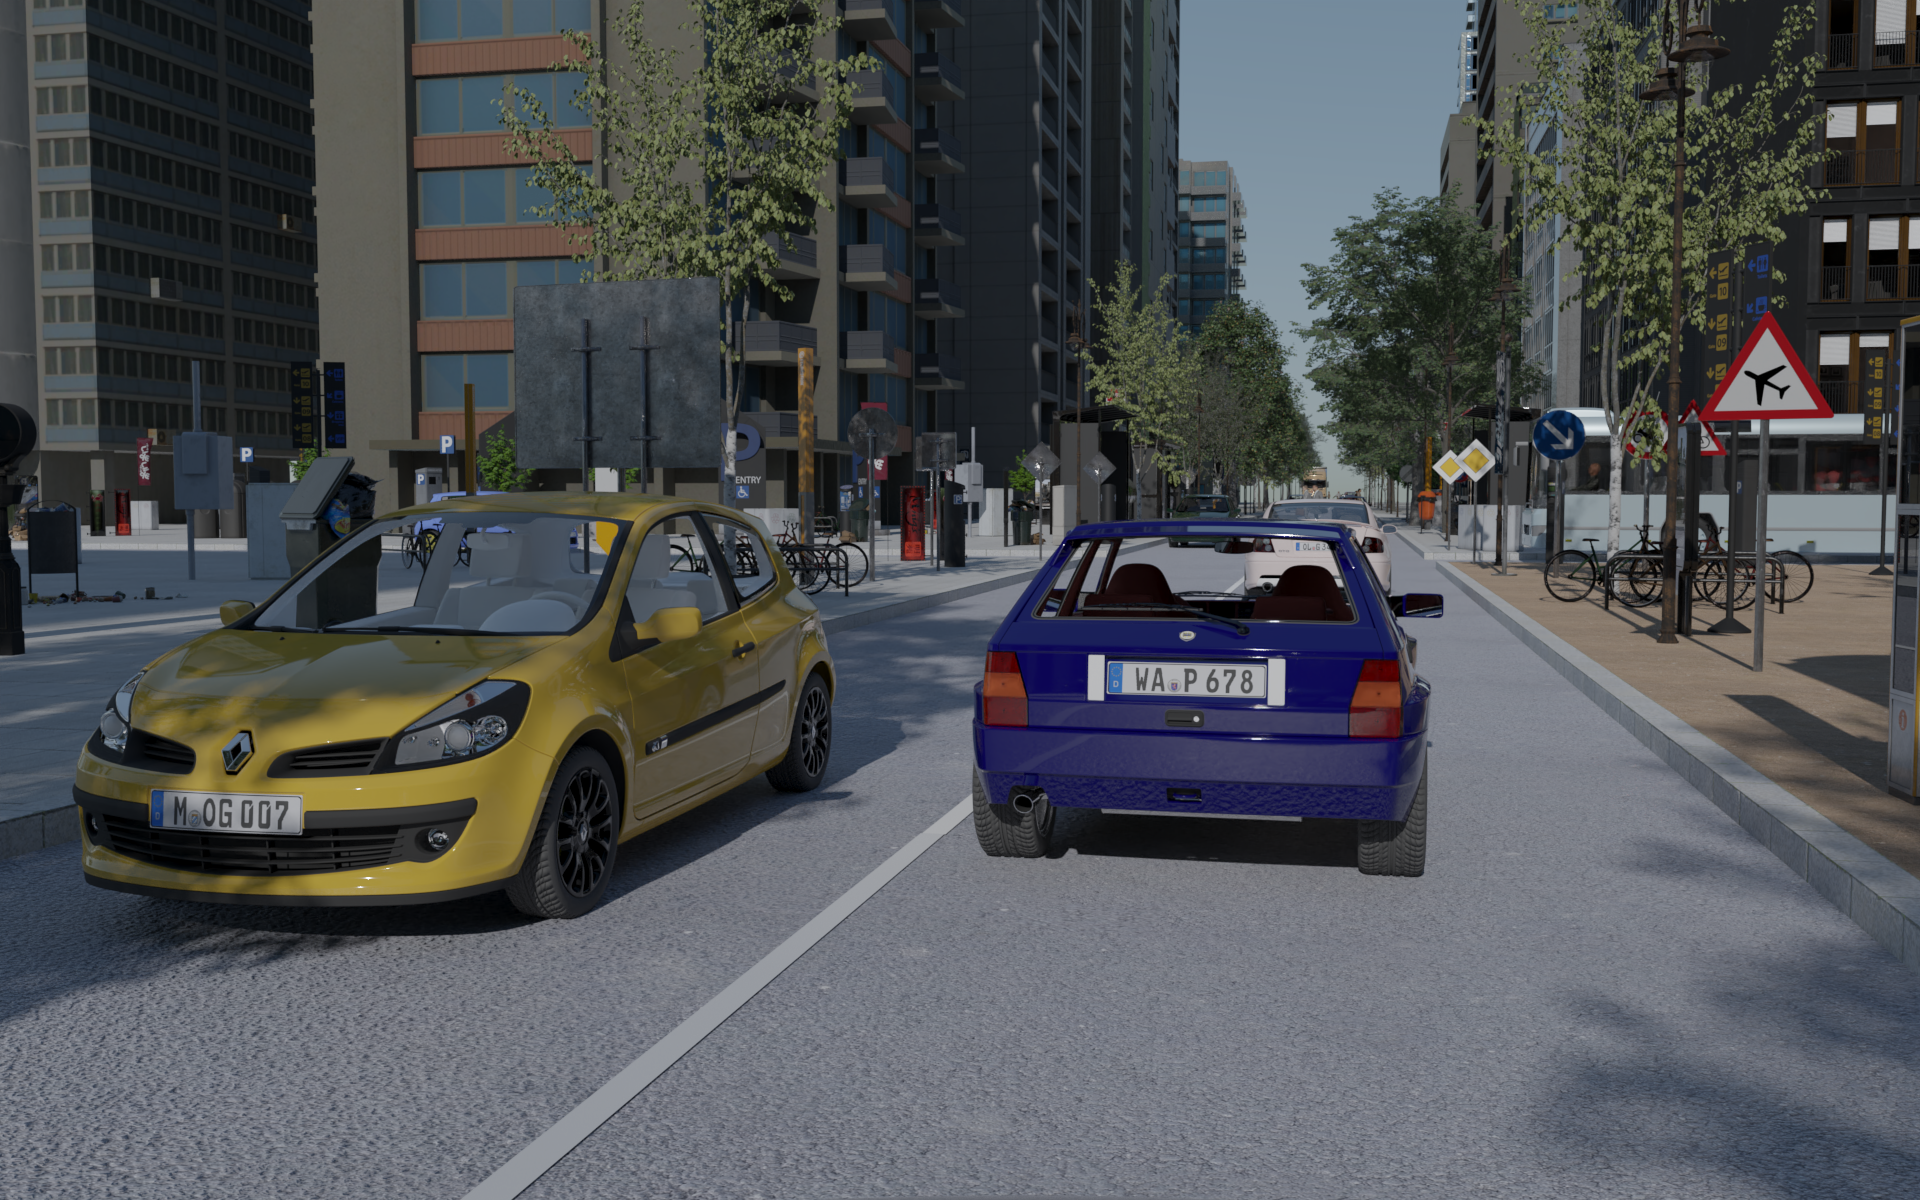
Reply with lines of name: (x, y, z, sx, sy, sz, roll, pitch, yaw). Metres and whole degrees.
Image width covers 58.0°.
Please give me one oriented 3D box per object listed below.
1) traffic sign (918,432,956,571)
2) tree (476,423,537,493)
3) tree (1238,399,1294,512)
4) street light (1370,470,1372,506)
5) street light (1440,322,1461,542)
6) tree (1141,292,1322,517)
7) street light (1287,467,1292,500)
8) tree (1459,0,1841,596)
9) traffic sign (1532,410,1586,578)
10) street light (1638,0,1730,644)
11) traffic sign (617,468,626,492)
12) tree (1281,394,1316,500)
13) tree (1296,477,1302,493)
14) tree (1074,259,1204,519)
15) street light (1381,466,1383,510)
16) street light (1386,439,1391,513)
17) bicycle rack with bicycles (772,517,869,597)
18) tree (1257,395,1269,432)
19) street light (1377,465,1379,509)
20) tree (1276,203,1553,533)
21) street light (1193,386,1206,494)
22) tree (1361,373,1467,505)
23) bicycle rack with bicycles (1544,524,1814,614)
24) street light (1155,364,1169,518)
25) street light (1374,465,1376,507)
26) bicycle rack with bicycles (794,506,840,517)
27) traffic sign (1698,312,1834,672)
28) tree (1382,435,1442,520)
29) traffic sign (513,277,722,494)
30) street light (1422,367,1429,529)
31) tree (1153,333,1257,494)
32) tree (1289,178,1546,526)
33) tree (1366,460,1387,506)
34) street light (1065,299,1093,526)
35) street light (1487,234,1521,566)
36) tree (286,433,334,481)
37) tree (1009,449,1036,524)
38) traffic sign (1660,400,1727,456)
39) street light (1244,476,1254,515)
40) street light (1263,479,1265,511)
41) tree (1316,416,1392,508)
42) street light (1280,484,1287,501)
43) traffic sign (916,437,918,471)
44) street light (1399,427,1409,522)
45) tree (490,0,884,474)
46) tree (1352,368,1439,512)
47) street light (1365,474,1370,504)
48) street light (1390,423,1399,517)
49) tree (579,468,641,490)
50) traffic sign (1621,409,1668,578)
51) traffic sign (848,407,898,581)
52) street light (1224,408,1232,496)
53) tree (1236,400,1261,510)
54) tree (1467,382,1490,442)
traffic sign: (-0.359, -1.626, 28.720, 0.606, 2.300, 0.079, 1, 4, 20)
tree: (-12.322, -3.211, 47.102, 1.663, 3.219, 1.824, 0, 3, 0)
tree: (20.688, -10.394, 120.298, 4.737, 8.622, 4.395, 0, 3, 0)
street light: (40.707, -12.048, 169.778, 0.468, 5.910, 1.993, 1, 4, 13)
street light: (13.195, -4.520, 46.695, 0.468, 5.910, 1.993, 1, 4, 13)
tree: (15.532, -11.112, 98.687, 9.611, 12.733, 9.660, 0, 3, 0)
street light: (34.263, -12.754, 181.317, 0.468, 5.910, 1.993, 1, 4, 13)
tree: (8.475, -4.354, 21.546, 4.737, 8.622, 4.395, 0, 3, 0)
traffic sign: (9.085, -1.603, 26.320, 0.768, 2.556, 0.104, 1, 4, 22)
street light: (6.098, -2.566, 14.743, 0.468, 5.910, 1.993, 1, 4, 13)
traffic sign: (-3.347, -1.041, 17.129, 0.768, 2.556, 0.104, 1, 4, 21)
tree: (38.181, -17.960, 204.017, 12.009, 13.543, 11.850, 0, 3, 0)
tree: (49.359, -18.357, 250.499, 4.360, 8.622, 3.978, 0, 3, 0)
tree: (5.613, -6.339, 54.000, 4.737, 8.622, 4.395, 0, 3, 0)
street light: (29.721, -9.023, 120.314, 0.468, 5.910, 1.993, 1, 4, 13)
street light: (27.949, -8.520, 112.085, 0.468, 5.910, 1.993, 1, 4, 13)
bicycle rack with bicycles: (-2.581, -0.560, 22.537, 2.925, 0.926, 2.852, 0, 4, -6)
tree: (12.903, -8.264, 85.478, 4.360, 8.622, 3.978, 0, 3, 0)
street light: (33.454, -10.062, 137.299, 0.468, 5.910, 1.993, 1, 4, 13)
tree: (15.606, -7.464, 56.445, 7.601, 10.594, 8.767, -1, 4, -12)
street light: (10.293, -6.226, 74.575, 0.468, 5.910, 1.993, 1, 4, 13)
tree: (26.272, -9.191, 100.633, 4.360, 8.622, 3.978, 0, 3, 0)
bicycle rack with bicycles: (8.224, -0.396, 19.850, 2.925, 0.926, 2.852, 2, 4, 24)
street light: (6.790, -5.232, 58.336, 0.468, 5.910, 1.993, 1, 4, 13)
street light: (37.107, -11.053, 153.504, 0.468, 5.910, 1.993, 1, 4, 13)
bicycle rack with bicycles: (-4.409, -2.288, 50.795, 2.925, 0.926, 2.852, 0, 4, 1)
traffic sign: (5.766, -0.761, 12.440, 0.884, 2.594, 0.081, 1, 4, 22)
tree: (22.850, -6.291, 86.572, 4.285, 4.588, 4.351, 0, 3, 0)
traffic sign: (-3.317, -1.392, 16.628, 2.265, 3.308, 0.079, 1, 4, 20)
street light: (16.935, -5.521, 63.052, 0.468, 5.910, 1.993, 1, 4, 13)
tree: (10.548, -7.865, 78.948, 4.360, 8.622, 3.978, 0, 3, 0)
tree: (18.385, -9.971, 69.680, 9.857, 13.997, 8.962, 0, 3, 0)
tree: (44.536, -14.149, 181.703, 4.737, 8.622, 4.395, 0, 3, 0)
street light: (2.833, -4.189, 41.276, 0.468, 5.910, 1.993, 1, 4, 13)
street light: (9.684, -3.558, 30.963, 0.468, 5.910, 1.993, 1, 4, 13)
tree: (-19.945, -3.589, 53.281, 1.663, 3.219, 1.824, 0, 3, 0)
tree: (2.725, -4.878, 74.353, 1.663, 3.219, 1.824, 0, 3, 0)
traffic sign: (10.134, -1.469, 24.017, 0.884, 2.594, 0.081, 1, 4, 21)
street light: (17.746, -8.229, 107.337, 0.468, 5.910, 1.993, 1, 4, 13)
street light: (23.203, -9.750, 132.197, 0.468, 5.910, 1.993, 1, 4, 13)
tree: (39.857, -15.325, 160.937, 12.009, 13.543, 11.850, 0, 3, 0)
street light: (30.565, -11.750, 164.897, 0.468, 5.910, 1.993, 1, 4, 13)
traffic sign: (-0.500, -1.760, 30.903, 0.606, 2.300, 0.079, 1, 4, 13)
street light: (20.548, -6.522, 79.421, 0.468, 5.910, 1.993, 1, 4, 13)
tree: (-2.873, -4.259, 20.005, 4.737, 8.622, 4.395, 0, 3, 0)
tree: (31.664, -12.299, 126.836, 9.928, 11.665, 9.643, 0, 3, 0)
street light: (48.064, -14.068, 202.798, 0.468, 5.910, 1.993, 1, 4, 13)
street light: (24.264, -7.529, 95.887, 0.468, 5.910, 1.993, 1, 4, 13)
tree: (-9.434, -3.228, 47.386, 1.663, 3.219, 1.824, 0, 3, 0)
traffic sign: (10.100, -1.551, 25.469, 0.768, 2.556, 0.104, 1, 4, 18)
traffic sign: (-1.294, -1.550, 25.443, 0.768, 2.556, 0.104, 1, 4, 14)
street light: (14.087, -7.238, 91.132, 0.468, 5.910, 1.993, 1, 4, 13)
tree: (24.927, -12.787, 143.474, 8.767, 10.594, 7.601, 1, 4, 16)
tree: (32.502, -9.623, 107.698, 4.360, 8.622, 3.978, 0, 3, 0)
